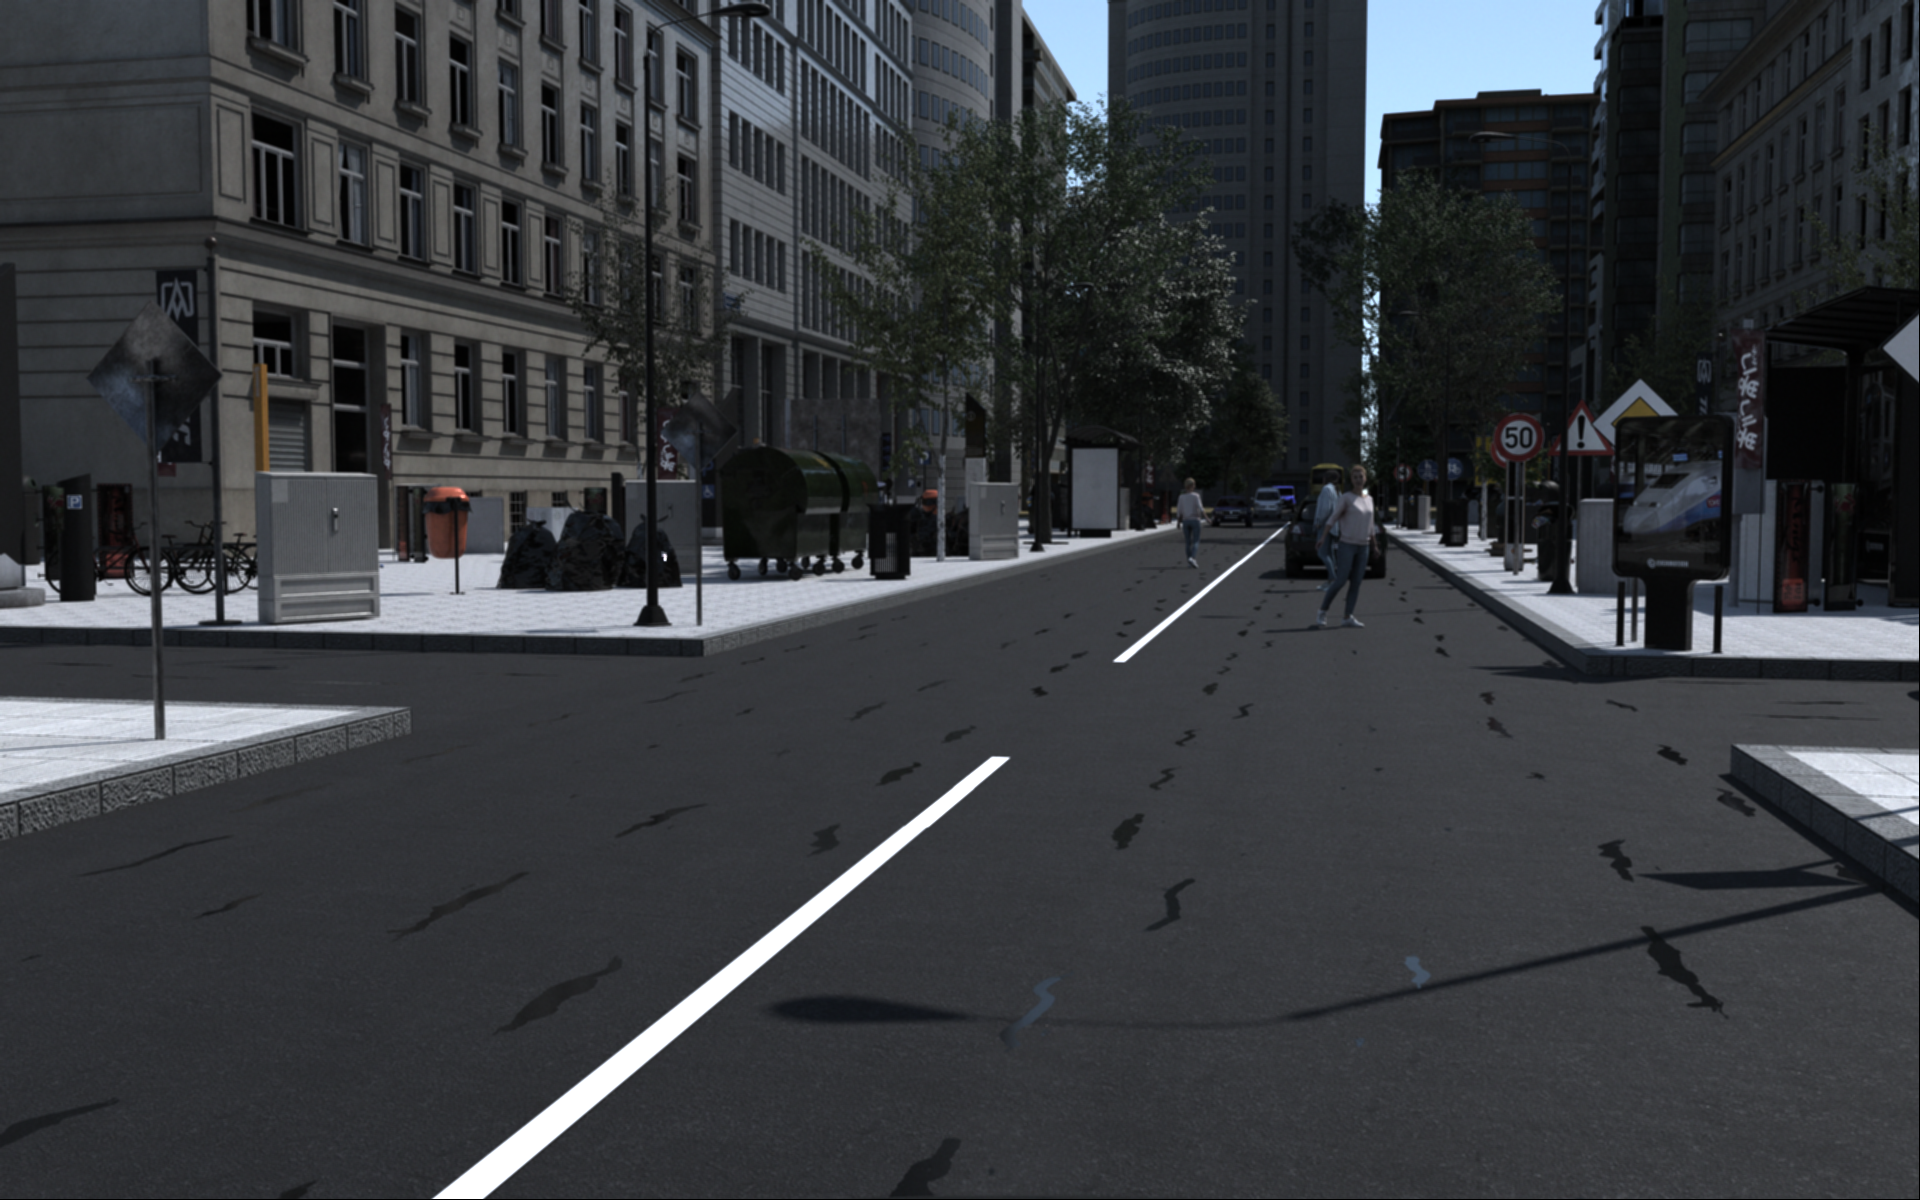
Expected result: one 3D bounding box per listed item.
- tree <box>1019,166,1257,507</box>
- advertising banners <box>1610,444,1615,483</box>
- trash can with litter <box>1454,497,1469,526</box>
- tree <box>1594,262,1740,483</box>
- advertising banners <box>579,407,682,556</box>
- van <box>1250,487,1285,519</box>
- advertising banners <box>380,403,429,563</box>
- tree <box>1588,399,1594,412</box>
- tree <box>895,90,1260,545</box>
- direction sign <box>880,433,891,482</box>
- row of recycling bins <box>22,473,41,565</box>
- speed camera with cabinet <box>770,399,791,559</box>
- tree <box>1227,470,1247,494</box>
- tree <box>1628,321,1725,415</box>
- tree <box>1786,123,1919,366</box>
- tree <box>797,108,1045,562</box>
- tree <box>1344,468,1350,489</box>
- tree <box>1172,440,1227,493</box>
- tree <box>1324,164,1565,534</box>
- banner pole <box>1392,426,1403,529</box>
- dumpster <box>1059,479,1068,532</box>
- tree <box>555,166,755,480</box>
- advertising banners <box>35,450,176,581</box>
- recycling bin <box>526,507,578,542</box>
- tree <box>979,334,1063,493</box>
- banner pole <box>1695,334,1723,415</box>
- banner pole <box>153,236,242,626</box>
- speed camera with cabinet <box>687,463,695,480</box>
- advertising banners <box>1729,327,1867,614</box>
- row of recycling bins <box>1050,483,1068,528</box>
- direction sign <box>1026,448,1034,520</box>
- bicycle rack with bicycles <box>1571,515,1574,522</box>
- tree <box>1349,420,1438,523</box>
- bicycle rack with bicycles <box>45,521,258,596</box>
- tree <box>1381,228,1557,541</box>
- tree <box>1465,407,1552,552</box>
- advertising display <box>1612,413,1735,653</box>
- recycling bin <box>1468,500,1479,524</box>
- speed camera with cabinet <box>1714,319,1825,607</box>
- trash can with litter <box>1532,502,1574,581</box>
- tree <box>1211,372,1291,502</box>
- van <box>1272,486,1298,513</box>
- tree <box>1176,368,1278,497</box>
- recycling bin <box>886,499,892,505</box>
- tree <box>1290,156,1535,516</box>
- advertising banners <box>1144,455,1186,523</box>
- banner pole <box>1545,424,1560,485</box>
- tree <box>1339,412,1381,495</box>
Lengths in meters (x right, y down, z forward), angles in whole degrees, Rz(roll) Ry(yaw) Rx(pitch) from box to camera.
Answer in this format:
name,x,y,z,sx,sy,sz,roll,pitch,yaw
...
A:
name,x,y,z,sx,sy,sz,roll,pitch,yaw
tree,6.573,-9.782,66.591,9.857,13.997,8.962,0,3,0
advertising banners,17.032,-2.857,42.896,2.074,3.025,0.090,0,4,5
trash can with litter,19.920,-3.541,69.289,0.624,1.170,1.055,0,4,-8
tree,23.009,-6.435,55.569,4.737,8.622,4.395,0,3,0
advertising banners,-6.610,-2.365,34.848,2.074,3.025,0.090,0,4,-1
van,18.174,-5.827,102.275,2.013,2.044,4.112,1,4,10
advertising banners,-10.613,-2.252,33.005,0.090,3.025,2.074,-3,5,-40
tree,30.870,-7.834,78.442,4.737,8.622,4.395,0,3,0
tree,2.353,-7.251,44.303,9.928,11.665,9.643,0,3,0
direction sign,-2.965,-4.414,64.173,0.876,3.537,0.379,1,4,20
row of recycling bins,-17.553,-1.400,30.002,1.069,1.692,3.534,1,4,16
speed camera with cabinet,-3.439,-2.503,35.261,0.660,3.252,2.038,0,4,5
tree,22.613,-8.925,140.531,1.663,3.219,1.824,0,3,0
tree,30.098,-7.474,72.564,4.360,8.622,3.978,0,3,0
tree,18.358,-5.073,33.300,4.737,8.622,4.395,0,3,0
tree,-0.589,-5.033,32.660,4.737,8.622,4.395,0,3,0
tree,36.538,-10.673,158.213,4.285,4.588,4.351,0,3,0
tree,14.574,-7.412,104.893,4.285,4.588,4.351,0,3,0
tree,15.369,-7.942,55.612,9.928,11.665,9.643,0,3,0
banner pole,16.083,-4.503,63.642,0.401,3.779,0.863,1,4,20
dumpster,4.112,-3.290,59.549,1.264,1.857,1.865,1,4,12
tree,-7.141,-5.468,39.772,4.360,8.622,3.978,0,3,0
advertising banners,-12.788,-1.831,26.121,2.074,3.025,0.090,-3,4,-38
recycling bin,-7.807,-1.263,33.197,0.722,1.027,0.722,3,4,36
tree,2.923,-7.768,77.369,4.360,8.622,3.978,0,3,0
banner pole,11.666,-2.263,27.018,0.863,3.779,0.401,-3,4,-36
banner pole,-7.509,-1.650,16.999,0.863,3.779,0.401,1,4,14
speed camera with cabinet,-7.705,-3.474,51.136,0.660,3.252,2.038,-1,4,-10
advertising banners,9.007,-1.374,18.649,2.074,3.025,0.090,-2,4,-24
row of recycling bins,3.933,-3.914,71.110,1.069,1.692,3.534,0,4,7
direction sign,3.447,-5.682,84.903,0.379,3.537,0.876,2,4,28
bicycle rack with bicycles,25.076,-3.834,76.062,2.852,0.926,2.925,-1,4,-19
tree,19.430,-5.646,76.021,4.285,4.588,4.351,0,3,0
bicycle rack with bicycles,-9.923,-0.569,22.678,2.925,0.926,2.852,0,4,7
tree,14.178,-5.937,47.427,4.360,8.622,3.978,0,3,0
tree,12.352,-2.684,38.492,1.663,3.219,1.824,0,3,0
advertising display,5.846,-0.552,14.245,0.123,1.923,0.974,-3,4,-39
recycling bin,22.027,-3.802,74.714,0.722,1.027,0.722,1,4,18
speed camera with cabinet,9.351,-1.585,20.258,2.038,3.252,0.660,-3,4,-37
trash can with litter,8.766,-0.880,25.781,0.624,1.170,1.055,1,4,10
tree,27.274,-14.887,161.526,7.486,12.596,7.792,0,3,0
van,24.502,-7.776,131.525,2.240,2.365,5.245,1,4,11
tree,18.380,-11.414,121.031,8.767,10.594,7.601,2,4,35
recycling bin,-3.644,-4.213,81.444,0.722,1.027,0.722,2,4,25
tree,25.354,-14.772,97.417,12.611,20.169,13.585,0,3,0
advertising banners,9.127,-4.913,76.511,2.074,3.025,0.090,0,4,3
banner pole,21.091,-4.382,61.661,0.863,3.779,0.401,-1,4,-14
tree,35.473,-12.285,151.222,4.360,8.622,3.978,0,3,0
